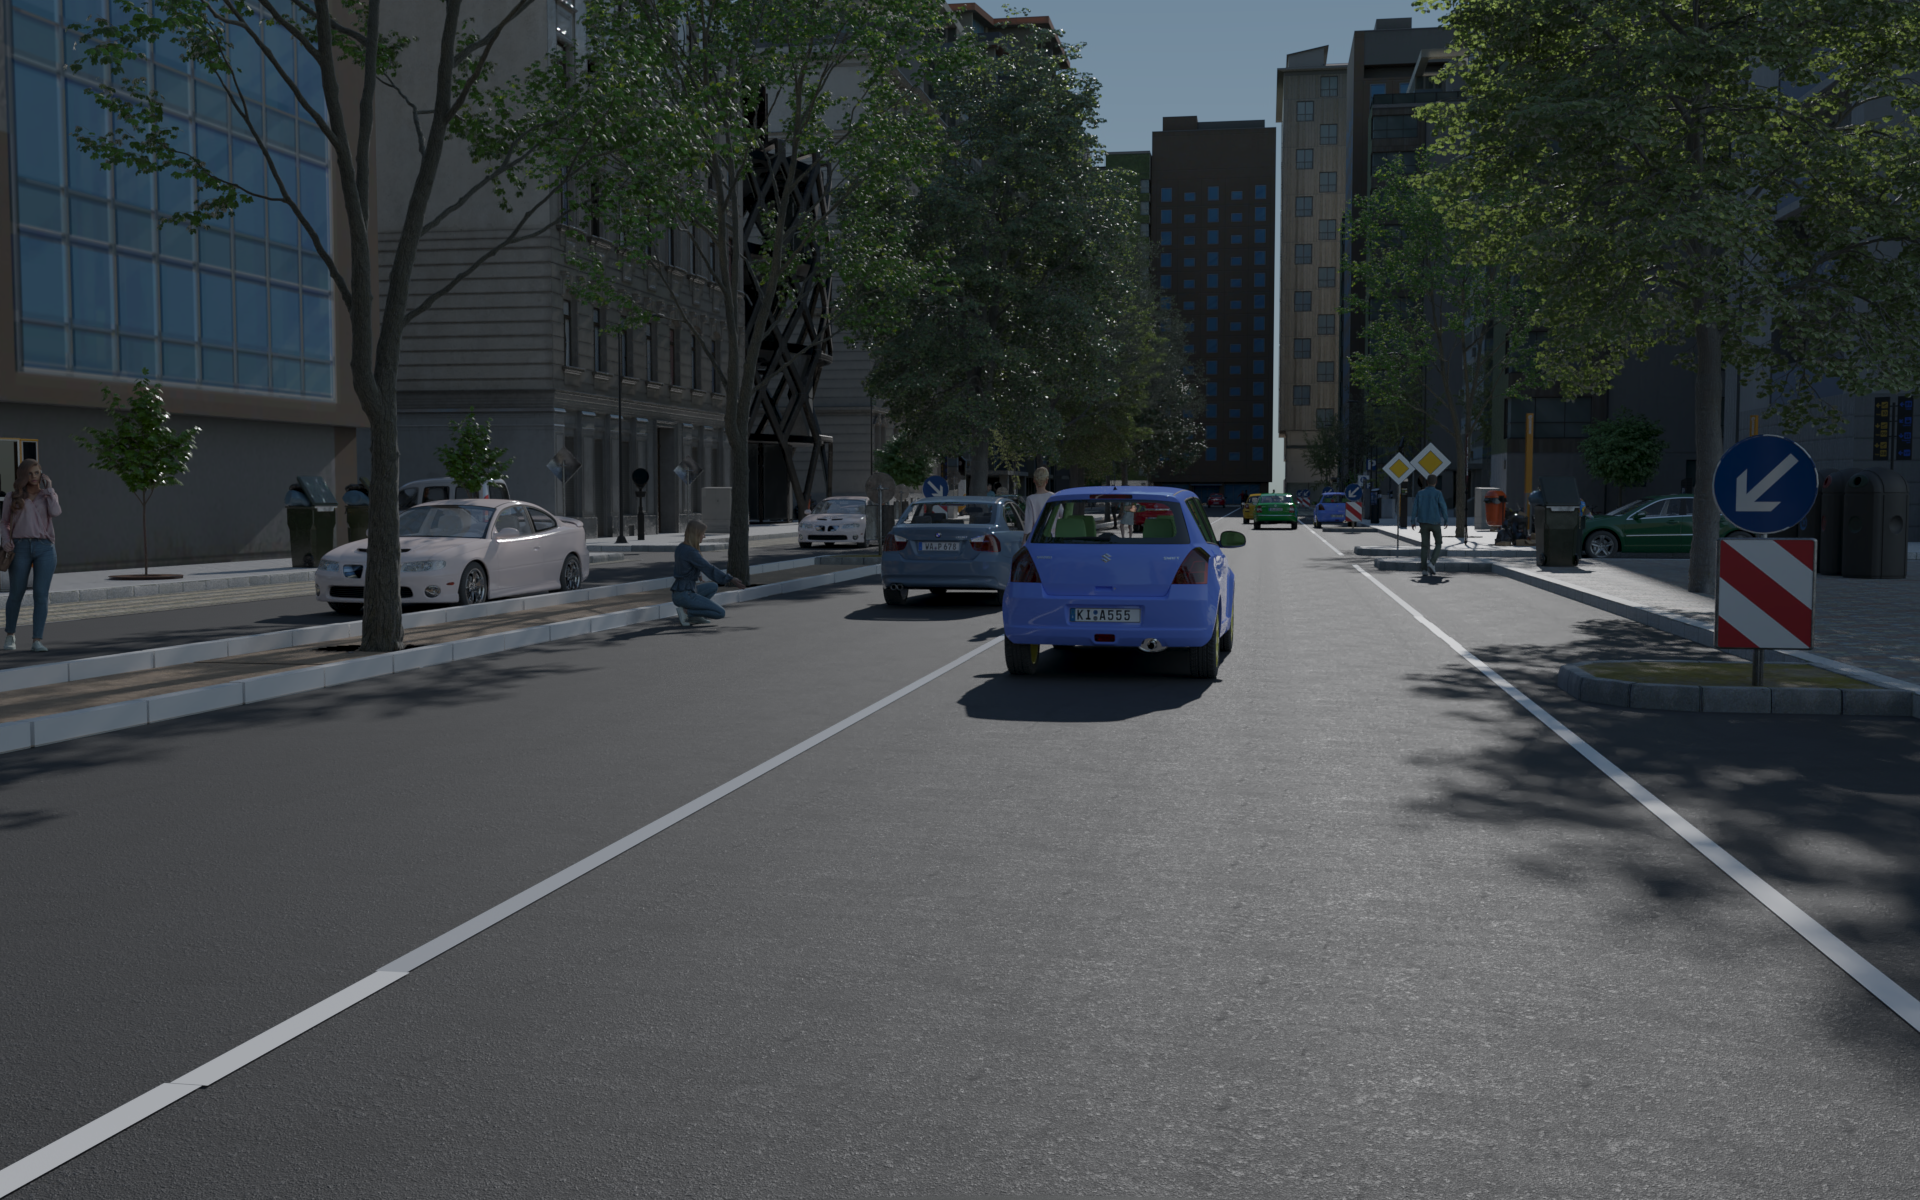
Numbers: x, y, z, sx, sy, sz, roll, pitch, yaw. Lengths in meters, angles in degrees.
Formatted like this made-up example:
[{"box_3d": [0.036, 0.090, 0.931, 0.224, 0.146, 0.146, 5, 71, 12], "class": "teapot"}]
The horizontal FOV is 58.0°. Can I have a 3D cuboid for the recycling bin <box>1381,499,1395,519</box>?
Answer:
[{"box_3d": [22.499, -4.810, 91.200, 0.722, 1.027, 0.722, 1, 4, 23], "class": "recycling bin"}]

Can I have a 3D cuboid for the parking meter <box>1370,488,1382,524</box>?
[{"box_3d": [17.995, -4.078, 75.087, 0.372, 1.533, 0.369, 0, 3, 0], "class": "parking meter"}]

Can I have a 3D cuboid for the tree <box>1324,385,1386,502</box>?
[{"box_3d": [25.492, -9.847, 111.365, 4.360, 8.622, 3.978, 0, 3, 0], "class": "tree"}]

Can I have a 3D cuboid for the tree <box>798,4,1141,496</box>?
[{"box_3d": [0.469, -8.400, 46.446, 9.857, 13.997, 8.962, 0, 3, 0], "class": "tree"}]

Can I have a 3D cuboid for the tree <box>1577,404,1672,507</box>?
[{"box_3d": [24.342, -4.880, 63.503, 4.285, 4.588, 4.351, 0, 3, 0], "class": "tree"}]

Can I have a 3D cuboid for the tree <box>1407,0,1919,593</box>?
[{"box_3d": [9.383, -6.384, 22.511, 7.486, 12.596, 7.792, 0, 3, 0], "class": "tree"}]

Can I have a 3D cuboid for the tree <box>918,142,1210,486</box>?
[{"box_3d": [2.790, -8.997, 59.927, 12.009, 13.543, 11.850, 0, 3, 0], "class": "tree"}]

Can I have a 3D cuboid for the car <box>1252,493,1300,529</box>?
[{"box_3d": [13.120, -3.861, 71.919, 1.959, 1.807, 4.718, 1, 4, 11], "class": "car"}]

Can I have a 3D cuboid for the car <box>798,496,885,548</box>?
[{"box_3d": [-3.127, -2.154, 47.575, 2.083, 1.381, 4.827, 1, 4, 9], "class": "car"}]

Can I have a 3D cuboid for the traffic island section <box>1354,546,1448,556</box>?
[{"box_3d": [10.481, -1.169, 41.387, 2.009, 0.180, 2.903, 1, 4, 10], "class": "traffic island section"}]

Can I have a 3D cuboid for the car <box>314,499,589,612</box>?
[{"box_3d": [-6.416, -0.612, 22.368, 2.083, 1.381, 4.827, 1, 4, 11], "class": "car"}]

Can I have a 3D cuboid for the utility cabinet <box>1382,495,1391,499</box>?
[{"box_3d": [25.473, -5.719, 104.660, 1.020, 1.237, 0.306, 0, 4, 1], "class": "utility cabinet"}]

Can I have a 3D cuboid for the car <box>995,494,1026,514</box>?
[{"box_3d": [1.973, -3.899, 75.547, 2.131, 1.459, 4.920, 1, 4, 11], "class": "car"}]

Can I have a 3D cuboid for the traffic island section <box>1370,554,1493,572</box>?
[{"box_3d": [9.094, -0.688, 33.523, 2.009, 0.180, 2.903, 1, 4, 10], "class": "traffic island section"}]

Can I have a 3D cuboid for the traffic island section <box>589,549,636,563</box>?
[{"box_3d": [-8.378, -0.876, 36.599, 2.009, 0.180, 2.903, 1, 4, 10], "class": "traffic island section"}]

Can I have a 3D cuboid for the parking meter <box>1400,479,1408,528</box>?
[{"box_3d": [16.914, -3.686, 65.970, 0.255, 1.863, 0.399, 1, 4, 13], "class": "parking meter"}]

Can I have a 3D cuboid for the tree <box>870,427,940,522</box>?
[{"box_3d": [-2.475, -5.962, 81.187, 4.285, 4.588, 4.351, 0, 3, 0], "class": "tree"}]

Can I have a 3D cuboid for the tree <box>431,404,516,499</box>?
[{"box_3d": [-10.443, -2.622, 37.470, 1.663, 3.219, 1.824, 0, 3, 0], "class": "tree"}]

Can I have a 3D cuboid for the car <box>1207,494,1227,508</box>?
[{"box_3d": [26.880, -10.538, 181.337, 2.155, 1.783, 4.494, 1, 4, 10], "class": "car"}]

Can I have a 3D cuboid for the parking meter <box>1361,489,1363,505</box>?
[{"box_3d": [21.762, -5.181, 93.115, 0.372, 1.533, 0.369, 0, 3, 0], "class": "parking meter"}]

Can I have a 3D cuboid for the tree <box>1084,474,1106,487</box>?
[{"box_3d": [13.362, -11.793, 176.535, 4.285, 4.588, 4.351, 0, 3, 0], "class": "tree"}]

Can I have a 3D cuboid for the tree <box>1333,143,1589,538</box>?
[{"box_3d": [14.787, -7.648, 50.803, 9.928, 11.665, 9.643, 0, 3, 0], "class": "tree"}]

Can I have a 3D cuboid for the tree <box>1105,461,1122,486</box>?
[{"box_3d": [17.063, -14.799, 192.333, 4.360, 8.622, 3.978, 0, 3, 0], "class": "tree"}]

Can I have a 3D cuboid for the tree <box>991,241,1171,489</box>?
[{"box_3d": [5.326, -9.578, 77.178, 7.486, 12.596, 7.792, 0, 3, 0], "class": "tree"}]

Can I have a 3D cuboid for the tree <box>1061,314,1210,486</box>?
[{"box_3d": [9.567, -11.067, 100.409, 9.611, 12.733, 9.660, 0, 3, 0], "class": "tree"}]

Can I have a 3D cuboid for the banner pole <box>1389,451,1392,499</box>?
[{"box_3d": [25.323, -6.845, 101.928, 0.401, 3.779, 0.863, 1, 4, 22], "class": "banner pole"}]

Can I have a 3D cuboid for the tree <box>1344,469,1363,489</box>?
[{"box_3d": [27.049, -7.614, 119.093, 1.663, 3.219, 1.824, 0, 3, 0], "class": "tree"}]

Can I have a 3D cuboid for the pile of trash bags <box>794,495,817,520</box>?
[{"box_3d": [-7.907, -4.596, 84.903, 1.912, 1.369, 3.447, -1, 4, -21], "class": "pile of trash bags"}]

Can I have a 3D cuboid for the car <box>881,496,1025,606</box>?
[{"box_3d": [0.136, -0.701, 23.471, 2.014, 1.417, 4.499, 1, 4, 11], "class": "car"}]

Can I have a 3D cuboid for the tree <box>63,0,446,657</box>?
[{"box_3d": [-5.185, -5.327, 15.305, 9.928, 11.665, 9.643, 0, 3, 0], "class": "tree"}]

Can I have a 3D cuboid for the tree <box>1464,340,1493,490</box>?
[{"box_3d": [25.916, -8.147, 83.562, 4.737, 8.622, 4.395, 0, 3, 0], "class": "tree"}]

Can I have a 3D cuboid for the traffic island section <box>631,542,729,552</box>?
[{"box_3d": [-6.990, -1.357, 44.463, 2.009, 0.180, 2.903, 1, 4, 10], "class": "traffic island section"}]

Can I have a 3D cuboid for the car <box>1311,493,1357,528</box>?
[{"box_3d": [16.063, -3.952, 74.211, 1.945, 1.707, 3.694, 1, 4, 9], "class": "car"}]

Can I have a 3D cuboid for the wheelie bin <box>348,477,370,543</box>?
[{"box_3d": [-10.992, -1.471, 31.959, 0.693, 1.594, 0.980, -1, 4, -10], "class": "wheelie bin"}]

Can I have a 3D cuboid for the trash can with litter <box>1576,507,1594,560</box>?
[{"box_3d": [11.690, -1.353, 33.513, 1.055, 1.170, 0.624, -2, 4, -34], "class": "trash can with litter"}]

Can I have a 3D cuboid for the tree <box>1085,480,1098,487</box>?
[{"box_3d": [12.534, -10.629, 168.378, 1.663, 3.219, 1.824, 0, 3, 0], "class": "tree"}]

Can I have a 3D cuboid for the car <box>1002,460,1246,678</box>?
[{"box_3d": [1.459, -0.323, 14.878, 1.945, 1.707, 3.694, 1, 4, 11], "class": "car"}]

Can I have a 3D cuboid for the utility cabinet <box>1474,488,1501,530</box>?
[{"box_3d": [18.662, -3.215, 61.240, 1.173, 1.500, 0.318, -3, 5, -41], "class": "utility cabinet"}]

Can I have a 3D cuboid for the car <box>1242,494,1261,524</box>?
[{"box_3d": [14.773, -4.559, 84.762, 2.015, 1.641, 3.980, 1, 4, 12], "class": "car"}]

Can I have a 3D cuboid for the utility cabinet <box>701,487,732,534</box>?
[{"box_3d": [-7.684, -2.840, 55.105, 1.173, 1.500, 0.318, 2, 4, 32], "class": "utility cabinet"}]

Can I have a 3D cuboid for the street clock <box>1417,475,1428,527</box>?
[{"box_3d": [17.767, -3.782, 66.413, 0.358, 2.002, 0.471, -2, 4, -24], "class": "street clock"}]

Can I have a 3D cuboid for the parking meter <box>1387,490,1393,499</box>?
[{"box_3d": [27.486, -6.253, 110.644, 0.372, 1.533, 0.369, 0, 3, 0], "class": "parking meter"}]

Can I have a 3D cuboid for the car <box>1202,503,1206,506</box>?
[{"box_3d": [10.497, -4.341, 81.192, 2.015, 1.641, 3.980, 1, 4, 11], "class": "car"}]

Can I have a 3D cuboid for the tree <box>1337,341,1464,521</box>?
[{"box_3d": [20.927, -8.067, 82.255, 4.737, 8.622, 4.395, 0, 3, 0], "class": "tree"}]

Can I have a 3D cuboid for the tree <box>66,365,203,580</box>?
[{"box_3d": [-12.191, -1.926, 26.099, 1.663, 3.219, 1.824, 0, 3, 0], "class": "tree"}]

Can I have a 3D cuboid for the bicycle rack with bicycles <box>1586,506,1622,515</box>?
[{"box_3d": [19.029, -2.356, 51.902, 2.925, 0.926, 2.852, 0, 4, -4], "class": "bicycle rack with bicycles"}]

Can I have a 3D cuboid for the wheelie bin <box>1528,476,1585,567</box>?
[{"box_3d": [10.564, -1.399, 30.778, 0.980, 1.594, 0.693, 0, 4, 0], "class": "wheelie bin"}]

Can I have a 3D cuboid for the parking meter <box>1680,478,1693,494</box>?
[{"box_3d": [26.054, -3.452, 62.145, 0.255, 1.863, 0.399, 0, 4, -8], "class": "parking meter"}]

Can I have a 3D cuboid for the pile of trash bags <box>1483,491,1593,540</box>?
[{"box_3d": [15.267, -2.221, 46.058, 3.447, 1.369, 1.912, -2, 4, -29], "class": "pile of trash bags"}]

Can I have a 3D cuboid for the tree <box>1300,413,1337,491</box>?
[{"box_3d": [33.248, -12.615, 156.624, 4.737, 8.622, 4.395, 0, 3, 0], "class": "tree"}]

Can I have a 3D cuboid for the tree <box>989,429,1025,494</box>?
[{"box_3d": [3.501, -10.145, 116.231, 4.360, 8.622, 3.978, 0, 3, 0], "class": "tree"}]

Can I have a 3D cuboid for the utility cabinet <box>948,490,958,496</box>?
[{"box_3d": [-0.376, -4.990, 90.263, 0.318, 1.500, 1.173, 1, 4, 10], "class": "utility cabinet"}]

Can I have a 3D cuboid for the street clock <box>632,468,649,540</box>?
[{"box_3d": [-8.876, -2.665, 48.149, 0.471, 2.002, 0.358, -1, 4, -14], "class": "street clock"}]

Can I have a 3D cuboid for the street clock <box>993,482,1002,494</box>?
[{"box_3d": [2.307, -6.227, 106.387, 0.471, 2.002, 0.358, -1, 4, -12], "class": "street clock"}]
